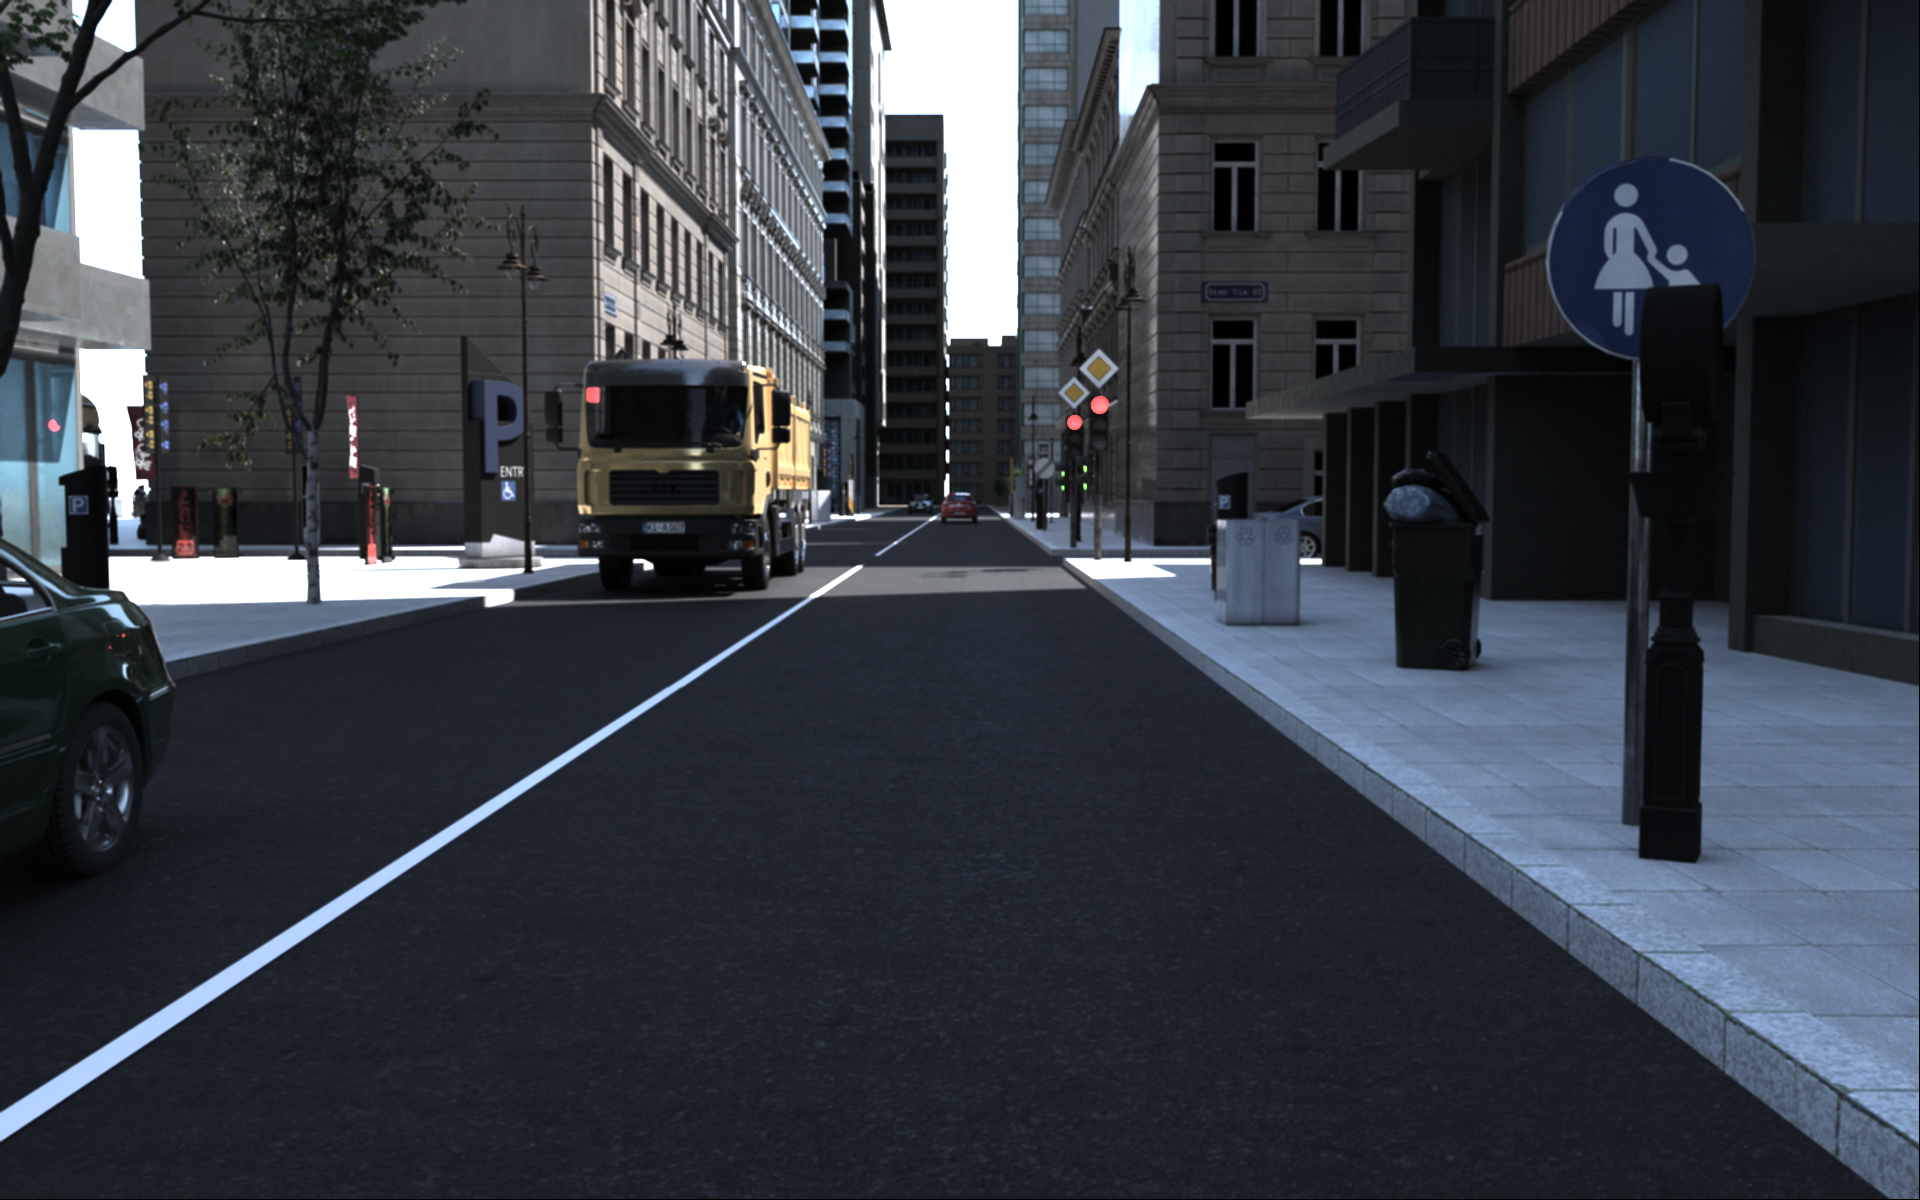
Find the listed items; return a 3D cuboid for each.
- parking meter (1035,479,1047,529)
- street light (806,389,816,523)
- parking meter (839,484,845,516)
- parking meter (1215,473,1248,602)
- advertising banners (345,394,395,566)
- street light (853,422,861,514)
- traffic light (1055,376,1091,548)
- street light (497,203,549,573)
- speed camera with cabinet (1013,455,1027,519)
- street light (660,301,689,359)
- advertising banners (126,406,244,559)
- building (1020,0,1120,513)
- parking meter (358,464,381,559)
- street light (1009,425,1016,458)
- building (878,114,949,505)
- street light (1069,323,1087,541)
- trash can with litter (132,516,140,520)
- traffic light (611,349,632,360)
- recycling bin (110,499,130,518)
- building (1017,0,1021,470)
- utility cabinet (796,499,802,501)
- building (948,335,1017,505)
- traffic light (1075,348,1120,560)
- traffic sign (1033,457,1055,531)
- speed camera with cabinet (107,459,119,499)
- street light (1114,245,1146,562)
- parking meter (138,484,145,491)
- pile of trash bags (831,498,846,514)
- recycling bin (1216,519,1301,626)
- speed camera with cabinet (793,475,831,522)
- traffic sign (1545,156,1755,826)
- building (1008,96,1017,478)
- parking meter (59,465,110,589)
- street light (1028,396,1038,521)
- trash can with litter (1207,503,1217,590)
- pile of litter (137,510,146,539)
[{"bbox_3d":[2.962,-3.516,63.199,0.399,1.863,0.255,1,4,15],"label":"parking meter"},{"bbox_3d":[-6.631,-6.339,76.426,0.468,5.910,1.993,0,4,0],"label":"street light"},{"bbox_3d":[-6.804,-5.750,99.724,0.255,1.863,0.399,1,4,20],"label":"parking meter"},{"bbox_3d":[3.230,-0.746,20.611,0.372,1.533,0.369,0,3,0],"label":"parking meter"},{"bbox_3d":[-10.665,-2.148,31.311,0.090,3.025,2.074,0,4,3],"label":"advertising banners"},{"bbox_3d":[-6.571,-8.470,111.280,0.468,5.910,1.993,0,4,0],"label":"street light"},{"bbox_3d":[2.701,-3.211,41.418,0.839,4.253,0.868,0,4,0],"label":"traffic light"},{"bbox_3d":[-6.999,-3.371,27.901,0.468,5.910,1.993,0,4,0],"label":"street light"},{"bbox_3d":[3.047,-5.794,89.060,0.660,3.252,2.038,0,4,-2],"label":"speed camera with cabinet"},{"bbox_3d":[-6.851,-4.215,41.703,0.468,5.910,1.993,0,4,0],"label":"street light"},{"bbox_3d":[-15.329,-2.329,34.266,2.074,3.025,0.090,-1,4,-16],"label":"advertising banners"},{"bbox_3d":[11.340,-26.994,124.945,14.154,41.232,14.086,0,4,0],"label":"building"},{"bbox_3d":[-11.649,-1.743,34.211,0.399,1.863,0.255,0,4,6],"label":"parking meter"},{"bbox_3d":[3.534,-8.772,116.203,0.468,5.910,1.993,0,4,0],"label":"street light"},{"bbox_3d":[-12.275,-35.947,211.438,21.600,48.544,21.300,0,4,0],"label":"building"},{"bbox_3d":[3.216,-4.531,46.862,0.468,5.910,1.993,0,4,0],"label":"street light"},{"bbox_3d":[-43.041,-4.938,91.786,2.233,1.210,1.678,-3,5,-45],"label":"trash can with litter"},{"bbox_3d":[-6.509,-2.725,33.472,0.839,4.253,0.868,0,4,0],"label":"traffic light"},{"bbox_3d":[-45.026,-4.910,92.825,0.722,1.027,0.722,0,4,7],"label":"recycling bin"},{"bbox_3d":[15.312,-36.912,145.503,21.231,58.520,28.212,0,4,0],"label":"building"},{"bbox_3d":[-7.536,-4.294,81.375,0.306,1.237,1.020,0,4,-1],"label":"utility cabinet"},{"bbox_3d":[13.178,-22.627,214.994,28.899,21.520,27.650,0,4,0],"label":"building"},{"bbox_3d":[2.653,-2.722,33.433,0.839,4.253,0.868,0,4,0],"label":"traffic light"},{"bbox_3d":[2.920,-3.657,59.900,0.768,2.556,0.104,0,4,4],"label":"traffic sign"},{"bbox_3d":[-48.176,-6.267,96.801,2.038,3.252,0.660,-2,4,-34],"label":"speed camera with cabinet"},{"bbox_3d":[3.163,-3.649,32.446,0.468,5.910,1.993,0,4,0],"label":"street light"},{"bbox_3d":[-47.174,-5.754,99.791,0.399,1.863,0.255,-1,4,-21],"label":"parking meter"},{"bbox_3d":[-9.021,-6.434,114.950,3.447,1.369,1.912,3,5,41],"label":"pile of trash bags"},{"bbox_3d":[2.953,-0.283,17.187,0.722,1.027,0.722,0,4,0],"label":"recycling bin"},{"bbox_3d":[-6.781,-5.205,79.443,0.660,3.252,2.038,2,4,35],"label":"speed camera with cabinet"},{"bbox_3d":[2.618,-0.401,6.659,0.768,2.556,0.104,0,4,5],"label":"traffic sign"},{"bbox_3d":[16.980,-34.016,175.768,23.786,49.044,30.456,0,4,0],"label":"building"},{"bbox_3d":[-7.596,-0.405,15.038,0.372,1.533,0.369,0,3,0],"label":"parking meter"},{"bbox_3d":[3.442,-6.651,81.532,0.468,5.910,1.993,0,4,0],"label":"street light"},{"bbox_3d":[3.808,-0.706,22.935,1.055,1.170,0.624,1,4,21],"label":"trash can with litter"},{"bbox_3d":[-23.028,-2.186,49.707,1.176,0.858,1.719,0,4,-3],"label":"pile of litter"}]
